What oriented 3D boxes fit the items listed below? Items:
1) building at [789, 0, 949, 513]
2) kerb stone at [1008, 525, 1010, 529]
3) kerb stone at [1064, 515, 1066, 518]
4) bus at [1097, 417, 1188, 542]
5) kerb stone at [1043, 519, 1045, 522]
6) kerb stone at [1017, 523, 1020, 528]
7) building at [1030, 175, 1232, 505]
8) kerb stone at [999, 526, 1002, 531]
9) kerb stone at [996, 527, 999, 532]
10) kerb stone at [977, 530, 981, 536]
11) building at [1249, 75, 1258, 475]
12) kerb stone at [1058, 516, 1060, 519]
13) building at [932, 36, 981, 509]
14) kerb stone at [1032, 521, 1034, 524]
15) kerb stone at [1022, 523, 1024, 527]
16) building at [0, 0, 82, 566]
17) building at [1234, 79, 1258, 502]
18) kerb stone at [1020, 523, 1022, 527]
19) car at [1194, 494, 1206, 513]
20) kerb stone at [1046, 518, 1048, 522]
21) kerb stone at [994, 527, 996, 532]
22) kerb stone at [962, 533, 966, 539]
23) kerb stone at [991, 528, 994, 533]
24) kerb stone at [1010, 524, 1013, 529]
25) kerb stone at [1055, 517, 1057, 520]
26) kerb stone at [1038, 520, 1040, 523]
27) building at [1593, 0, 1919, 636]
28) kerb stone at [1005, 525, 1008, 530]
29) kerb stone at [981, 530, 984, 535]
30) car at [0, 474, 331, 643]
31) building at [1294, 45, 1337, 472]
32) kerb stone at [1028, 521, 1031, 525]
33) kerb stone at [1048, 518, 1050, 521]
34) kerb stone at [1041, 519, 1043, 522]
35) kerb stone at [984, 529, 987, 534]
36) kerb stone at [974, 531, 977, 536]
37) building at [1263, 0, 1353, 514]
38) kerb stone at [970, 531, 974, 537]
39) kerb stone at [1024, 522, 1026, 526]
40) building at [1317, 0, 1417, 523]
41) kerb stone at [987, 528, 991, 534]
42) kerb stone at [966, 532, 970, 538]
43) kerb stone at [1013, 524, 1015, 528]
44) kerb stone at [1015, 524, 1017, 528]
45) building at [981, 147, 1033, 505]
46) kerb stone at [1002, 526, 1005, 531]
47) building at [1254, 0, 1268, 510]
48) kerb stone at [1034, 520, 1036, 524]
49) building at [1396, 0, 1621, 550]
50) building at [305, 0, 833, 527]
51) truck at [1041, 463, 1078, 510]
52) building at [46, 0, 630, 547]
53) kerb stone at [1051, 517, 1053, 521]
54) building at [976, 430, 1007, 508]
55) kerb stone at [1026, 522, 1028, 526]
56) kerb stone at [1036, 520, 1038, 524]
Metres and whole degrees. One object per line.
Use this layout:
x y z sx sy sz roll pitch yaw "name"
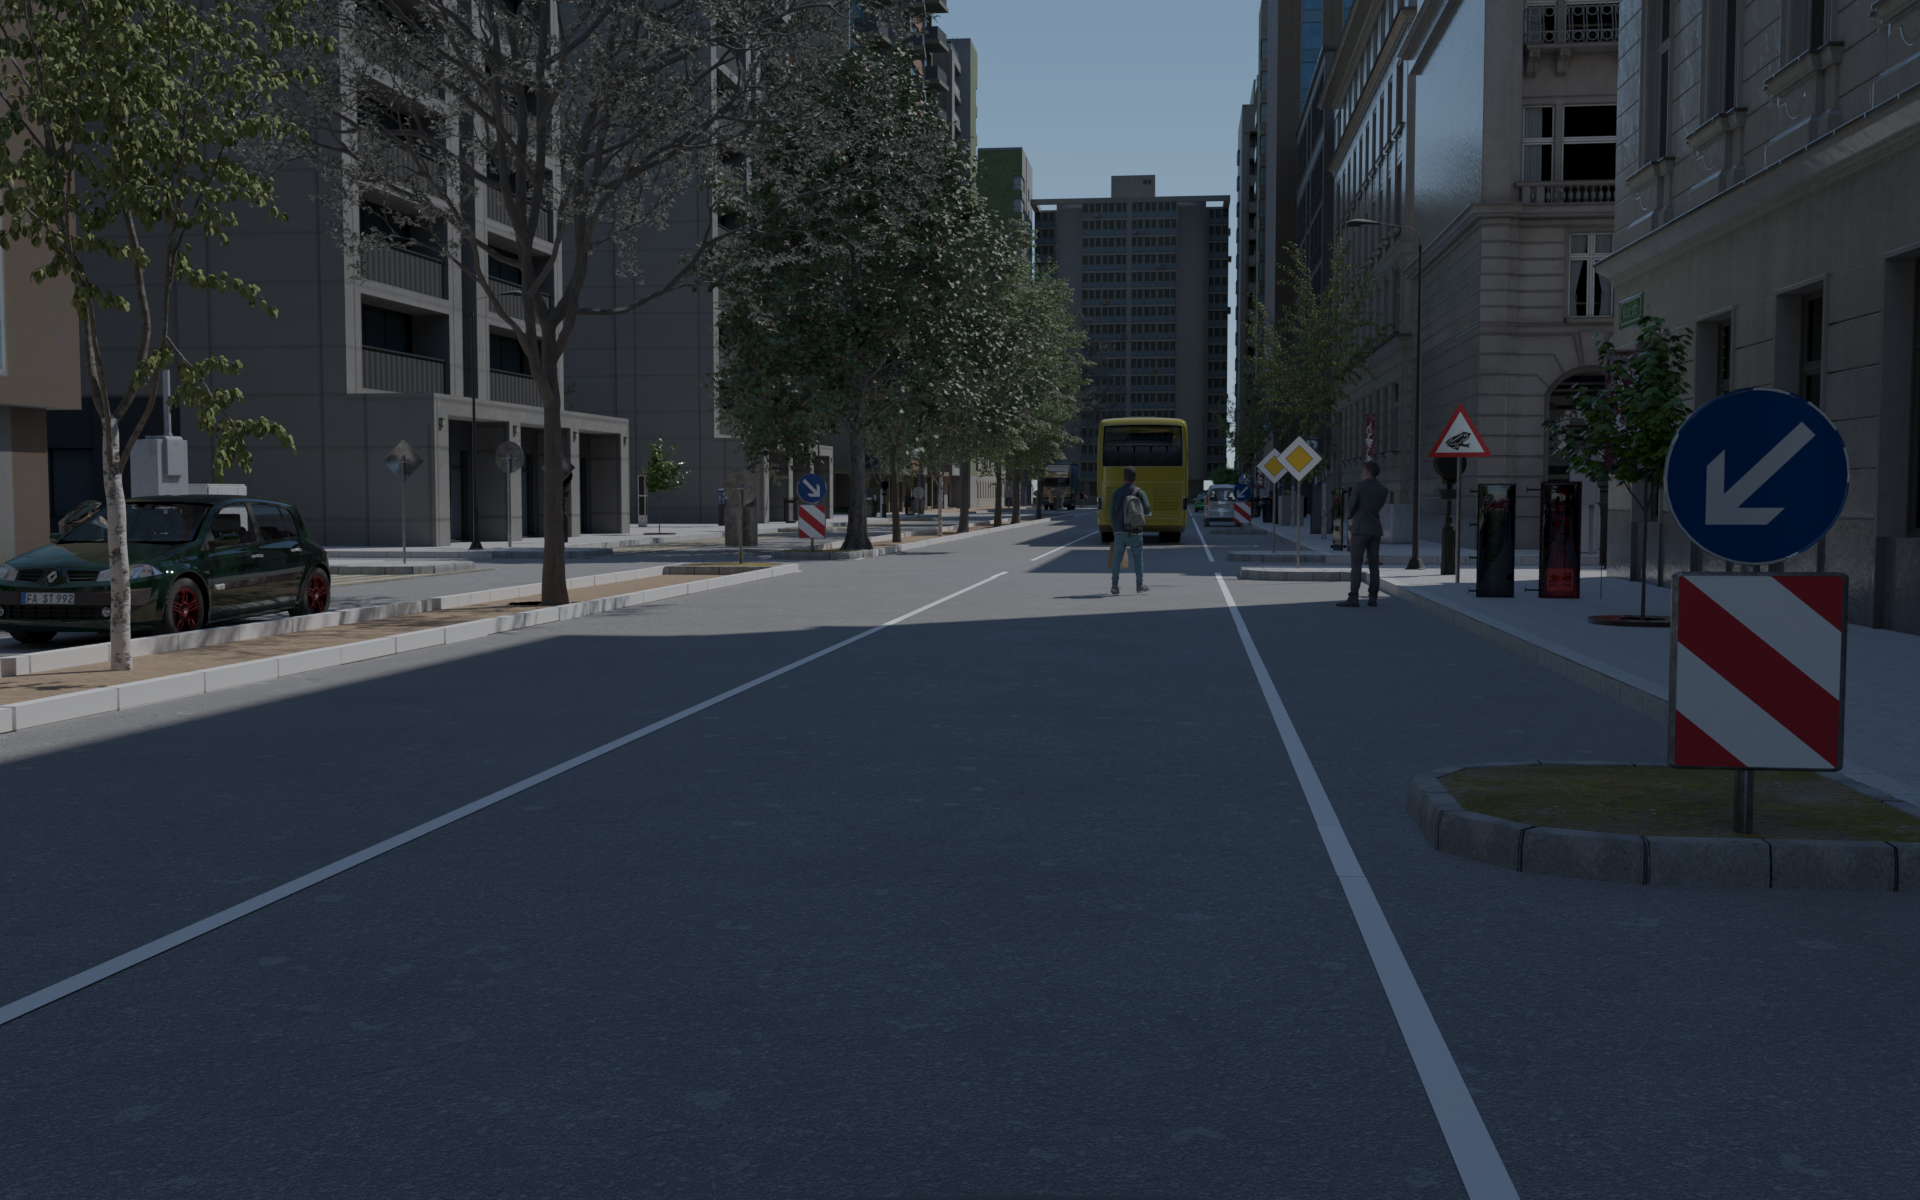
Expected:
-12.786 -29.089 130.226 22.147 44.769 28.867 0 4 7 "building"
1.797 -2.892 69.485 0.120 0.150 1.000 0 4 7 "kerb stone"
5.986 -4.884 102.060 0.120 0.150 1.000 0 4 7 "kerb stone"
5.666 -3.845 54.414 2.896 3.916 12.252 0 4 5 "bus"
4.033 -3.951 86.798 0.120 0.150 1.000 0 4 7 "kerb stone"
2.333 -3.141 73.548 0.120 0.150 1.000 0 4 7 "kerb stone"
21.206 -31.916 213.715 23.993 40.220 32.217 0 4 7 "building"
1.417 -2.706 66.434 0.120 0.150 1.000 0 4 7 "kerb stone"
1.284 -2.642 65.420 0.120 0.150 1.000 0 4 7 "kerb stone"
0.501 -2.271 59.321 0.120 0.150 1.000 0 4 7 "kerb stone"
39.956 -33.506 167.425 23.786 49.044 30.456 0 4 7 "building"
5.335 -4.570 96.967 0.120 0.150 1.000 0 4 7 "kerb stone"
-6.253 -28.631 151.708 14.154 41.232 14.086 0 4 7 "building"
3.247 -3.577 80.680 0.120 0.150 1.000 0 4 7 "kerb stone"
2.589 -3.265 75.586 0.120 0.150 1.000 0 4 7 "kerb stone"
-22.724 -22.748 22.040 14.200 45.320 14.600 0 4 7 "building"
43.493 -35.561 205.127 21.600 48.544 21.300 0 4 7 "building"
2.471 -3.203 74.562 0.120 0.150 1.000 0 4 7 "kerb stone"
18.981 -7.626 133.488 1.959 1.807 4.718 0 4 8 "car"
4.292 -4.069 88.832 0.120 0.150 1.000 0 4 7 "kerb stone"
1.150 -2.580 64.407 0.120 0.150 1.000 0 4 7 "kerb stone"
-0.011 -2.022 55.252 0.120 0.150 1.000 0 4 7 "kerb stone"
1.023 -2.520 63.392 0.120 0.150 1.000 0 4 7 "kerb stone"
1.934 -2.953 70.499 0.120 0.150 1.000 0 4 7 "kerb stone"
5.075 -4.449 94.937 0.120 0.150 1.000 0 4 7 "kerb stone"
3.642 -3.757 83.733 0.120 0.150 1.000 0 4 7 "kerb stone"
15.167 -13.910 3.850 17.030 29.872 44.131 0 4 7 "building"
1.683 -2.830 68.461 0.120 0.150 1.000 0 4 7 "kerb stone"
0.637 -2.333 60.341 0.120 0.150 1.000 0 4 7 "kerb stone"
-8.080 -0.491 17.821 2.009 1.686 4.222 0 4 7 "car"
26.884 -18.651 98.455 14.314 27.812 24.014 0 4 7 "building"
2.988 -3.450 78.640 0.120 0.150 1.000 0 4 7 "kerb stone"
4.423 -4.137 89.845 0.120 0.150 1.000 0 4 7 "kerb stone"
3.898 -3.878 85.774 0.120 0.150 1.000 0 4 7 "kerb stone"
0.761 -2.392 61.362 0.120 0.150 1.000 0 4 7 "kerb stone"
0.366 -2.208 58.303 0.120 0.150 1.000 0 4 7 "kerb stone"
28.154 -28.611 117.898 14.600 45.320 14.200 0 4 7 "building"
0.248 -2.143 57.287 0.120 0.150 1.000 0 4 7 "kerb stone"
2.720 -3.323 76.605 0.120 0.150 1.000 0 4 7 "kerb stone"
23.932 -14.557 71.288 16.112 22.955 30.059 0 4 7 "building"
0.895 -2.450 62.376 0.120 0.150 1.000 0 4 7 "kerb stone"
0.112 -2.084 56.269 0.120 0.150 1.000 0 4 7 "kerb stone"
2.067 -3.017 71.519 0.120 0.150 1.000 0 4 7 "kerb stone"
2.195 -3.076 72.535 0.120 0.150 1.000 0 4 7 "kerb stone"
1.249 -32.061 207.785 14.086 41.232 14.154 0 4 7 "building"
1.551 -2.768 67.447 0.120 0.150 1.000 0 4 7 "kerb stone"
32.042 -28.293 146.177 14.154 41.232 14.086 0 4 7 "building"
3.371 -3.637 81.695 0.120 0.150 1.000 0 4 7 "kerb stone"
24.011 -12.331 43.418 24.055 21.916 13.314 0 4 7 "building"
-17.264 -39.517 84.362 20.563 71.187 20.611 0 4 7 "building"
9.076 -10.261 156.675 2.839 4.237 11.283 0 4 7 "truck"
-21.500 -37.497 51.322 20.563 71.187 20.611 0 4 7 "building"
4.687 -4.259 91.887 0.120 0.150 1.000 0 4 7 "kerb stone"
-10.985 -20.273 176.500 28.899 21.520 27.650 0 4 7 "building"
2.851 -3.390 77.627 0.120 0.150 1.000 0 4 7 "kerb stone"
3.509 -3.701 82.713 0.120 0.150 1.000 0 4 7 "kerb stone"
